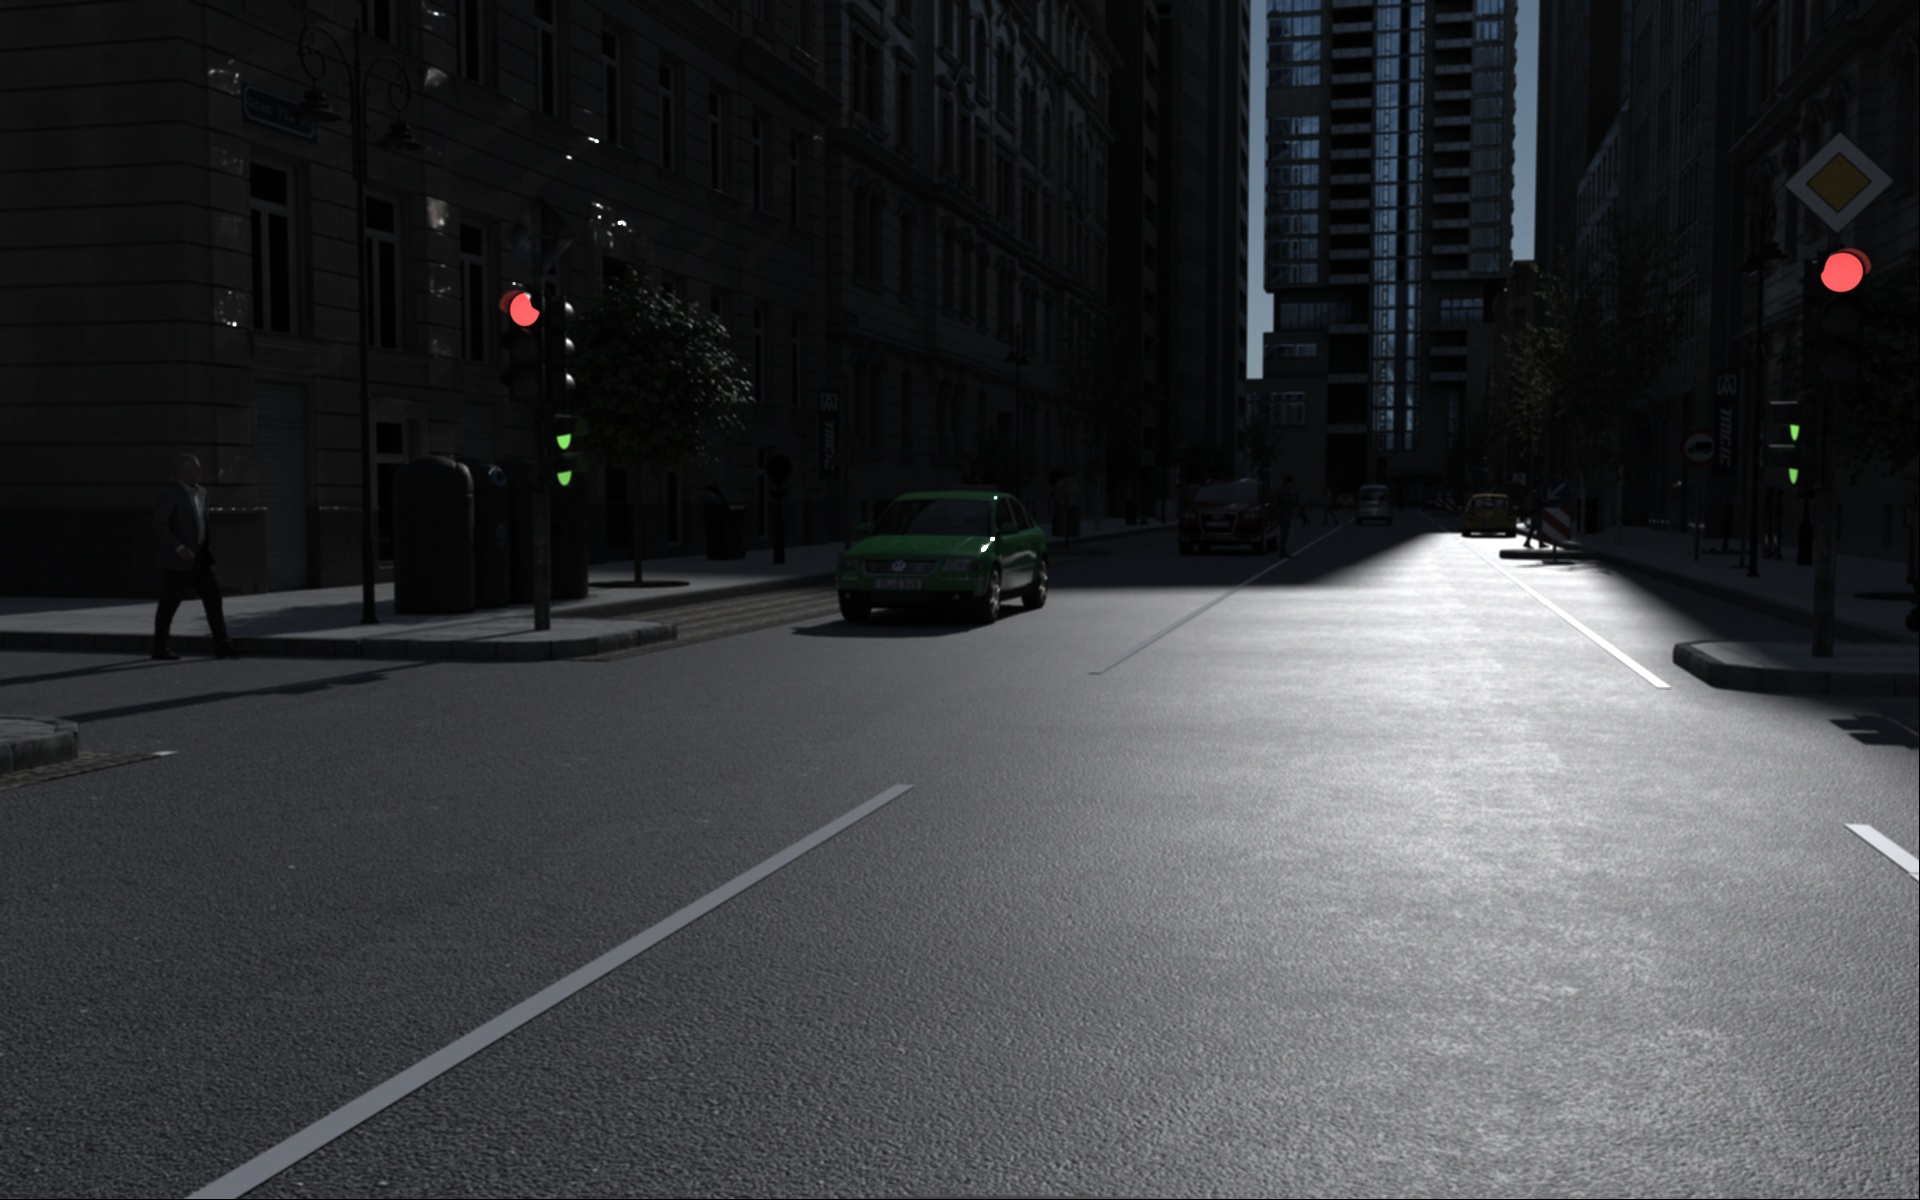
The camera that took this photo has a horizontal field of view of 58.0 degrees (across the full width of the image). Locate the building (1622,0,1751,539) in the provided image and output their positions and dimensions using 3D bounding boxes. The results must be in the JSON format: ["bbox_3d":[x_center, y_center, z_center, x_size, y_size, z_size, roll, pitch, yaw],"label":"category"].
[{"bbox_3d":[29.700,-14.637,57.344,12.078,24.808,19.932,1,4,14],"label":"building"}]

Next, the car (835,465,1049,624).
[{"bbox_3d":[-0.121,-0.729,20.708,1.959,1.807,4.718,1,4,14],"label":"car"}]

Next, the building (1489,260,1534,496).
[{"bbox_3d":[57.836,-17.981,139.026,27.650,21.520,28.899,1,4,14],"label":"building"}]

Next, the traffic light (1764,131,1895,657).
[{"bbox_3d":[6.801,-1.508,13.580,0.839,4.253,0.868,1,4,14],"label":"traffic light"}]

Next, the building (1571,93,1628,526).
[{"bbox_3d":[33.297,-13.530,75.971,10.420,20.320,16.860,1,4,14],"label":"building"}]

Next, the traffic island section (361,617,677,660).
[{"bbox_3d":[-3.968,0.360,16.396,2.009,0.180,2.903,1,4,14],"label":"traffic island section"}]

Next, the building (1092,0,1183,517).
[{"bbox_3d":[4.747,-20.003,98.745,14.160,30.474,14.107,1,4,14],"label":"building"}]

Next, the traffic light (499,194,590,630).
[{"bbox_3d":[-3.932,-1.672,16.252,0.839,4.253,0.868,1,4,14],"label":"traffic light"}]

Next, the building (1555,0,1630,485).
[{"bbox_3d":[39.440,-26.939,90.568,14.600,45.320,14.200,1,4,14],"label":"building"}]

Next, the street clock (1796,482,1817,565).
[{"bbox_3d":[15.289,-1.634,31.290,0.358,2.002,0.471,-2,4,-29],"label":"street clock"}]

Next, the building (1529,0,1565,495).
[{"bbox_3d":[47.781,-34.743,110.043,21.231,58.520,28.212,1,4,14],"label":"building"}]

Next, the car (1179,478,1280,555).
[{"bbox_3d":[6.645,-2.063,42.405,2.281,1.827,5.304,1,4,16],"label":"car"}]

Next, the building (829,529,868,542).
[{"bbox_3d":[-6.351,-16.518,57.457,14.401,28.519,23.554,1,4,14],"label":"building"}]

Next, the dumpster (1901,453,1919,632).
[{"bbox_3d":[9.228,-0.582,15.282,1.264,1.857,1.865,1,4,14],"label":"dumpster"}]

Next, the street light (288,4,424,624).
[{"bbox_3d":[-5.854,-2.703,16.986,0.468,5.910,1.993,1,4,14],"label":"street light"}]

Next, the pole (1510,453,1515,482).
[{"bbox_3d":[27.399,-5.631,85.906,0.158,3.312,0.155,0,3,0],"label":"pole"}]

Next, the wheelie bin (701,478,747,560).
[{"bbox_3d":[-4.628,-1.582,33.771,0.693,1.594,0.980,2,4,28],"label":"wheelie bin"}]

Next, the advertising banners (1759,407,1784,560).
[{"bbox_3d":[16.024,-2.330,34.280,0.090,3.025,2.074,1,4,13],"label":"advertising banners"}]

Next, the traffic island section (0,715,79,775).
[{"bbox_3d":[-5.915,0.834,8.651,2.009,0.180,2.903,1,4,14],"label":"traffic island section"}]

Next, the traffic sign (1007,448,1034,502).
[{"bbox_3d":[1.644,-2.963,48.451,0.884,2.594,0.081,1,4,18],"label":"traffic sign"}]

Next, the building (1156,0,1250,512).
[{"bbox_3d":[11.087,-37.407,153.596,28.212,58.520,21.231,1,4,14],"label":"building"}]

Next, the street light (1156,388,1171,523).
[{"bbox_3d":[8.914,-6.299,75.775,0.468,5.910,1.993,1,4,14],"label":"street light"}]

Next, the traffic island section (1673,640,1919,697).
[{"bbox_3d":[6.837,0.526,13.685,2.009,0.180,2.903,1,4,14],"label":"traffic island section"}]

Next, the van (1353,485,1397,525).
[{"bbox_3d":[19.363,-4.521,80.923,2.013,2.044,4.112,1,4,14],"label":"van"}]

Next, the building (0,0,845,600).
[{"bbox_3d":[-11.764,-14.431,33.203,12.463,27.353,25.104,1,4,14],"label":"building"}]

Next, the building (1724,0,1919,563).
[{"bbox_3d":[25.157,-15.199,35.889,14.401,28.519,23.554,1,4,14],"label":"building"}]

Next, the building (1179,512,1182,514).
[{"bbox_3d":[6.327,-35.319,119.464,21.231,58.520,28.212,1,4,14],"label":"building"}]

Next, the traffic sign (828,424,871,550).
[{"bbox_3d":[-2.056,-1.962,32.081,0.884,2.594,0.081,2,4,24],"label":"traffic sign"}]

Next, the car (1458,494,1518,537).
[{"bbox_3d":[18.266,-3.035,59.847,2.015,1.641,3.980,1,4,14],"label":"car"}]

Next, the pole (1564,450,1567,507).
[{"bbox_3d":[27.916,-5.269,79.991,0.158,3.312,0.155,0,3,0],"label":"pole"}]

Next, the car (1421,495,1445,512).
[{"bbox_3d":[38.987,-7.957,142.669,1.945,1.354,3.894,1,4,13],"label":"car"}]

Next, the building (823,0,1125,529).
[{"bbox_3d":[-0.972,-17.934,80.610,14.401,28.519,23.554,1,4,14],"label":"building"}]

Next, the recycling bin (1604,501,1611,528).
[{"bbox_3d":[24.597,-3.312,66.713,0.722,1.027,0.722,0,4,4],"label":"recycling bin"}]

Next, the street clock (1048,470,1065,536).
[{"bbox_3d":[2.929,-2.950,52.800,0.471,2.002,0.358,-2,4,-26],"label":"street clock"}]

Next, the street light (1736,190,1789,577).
[{"bbox_3d":[12.290,-3.295,26.669,0.468,5.910,1.993,1,4,14],"label":"street light"}]

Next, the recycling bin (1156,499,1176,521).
[{"bbox_3d":[9.859,-4.297,82.805,0.722,1.027,0.722,-3,5,-40],"label":"recycling bin"}]

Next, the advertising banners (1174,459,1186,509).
[{"bbox_3d":[11.384,-5.507,86.227,2.074,3.025,0.090,-3,4,-37],"label":"advertising banners"}]

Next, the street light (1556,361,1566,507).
[{"bbox_3d":[19.447,-5.076,55.781,0.468,5.910,1.993,1,4,14],"label":"street light"}]

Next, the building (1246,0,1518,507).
[{"bbox_3d":[44.132,-53.089,180.674,31.000,86.520,22.319,1,4,14],"label":"building"}]

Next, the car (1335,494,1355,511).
[{"bbox_3d":[33.470,-8.579,150.484,2.015,1.641,3.980,1,4,13],"label":"car"}]

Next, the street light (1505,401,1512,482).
[{"bbox_3d":[26.836,-6.853,84.834,0.468,5.910,1.993,1,4,14],"label":"street light"}]

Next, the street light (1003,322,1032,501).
[{"bbox_3d":[1.549,-4.515,46.601,0.468,5.910,1.993,1,4,14],"label":"street light"}]

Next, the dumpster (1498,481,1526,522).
[{"bbox_3d":[25.616,-4.564,80.388,1.264,1.857,1.865,1,4,14],"label":"dumpster"}]

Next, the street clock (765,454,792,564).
[{"bbox_3d":[-3.322,-1.662,31.747,0.471,2.002,0.358,-1,4,-14],"label":"street clock"}]
